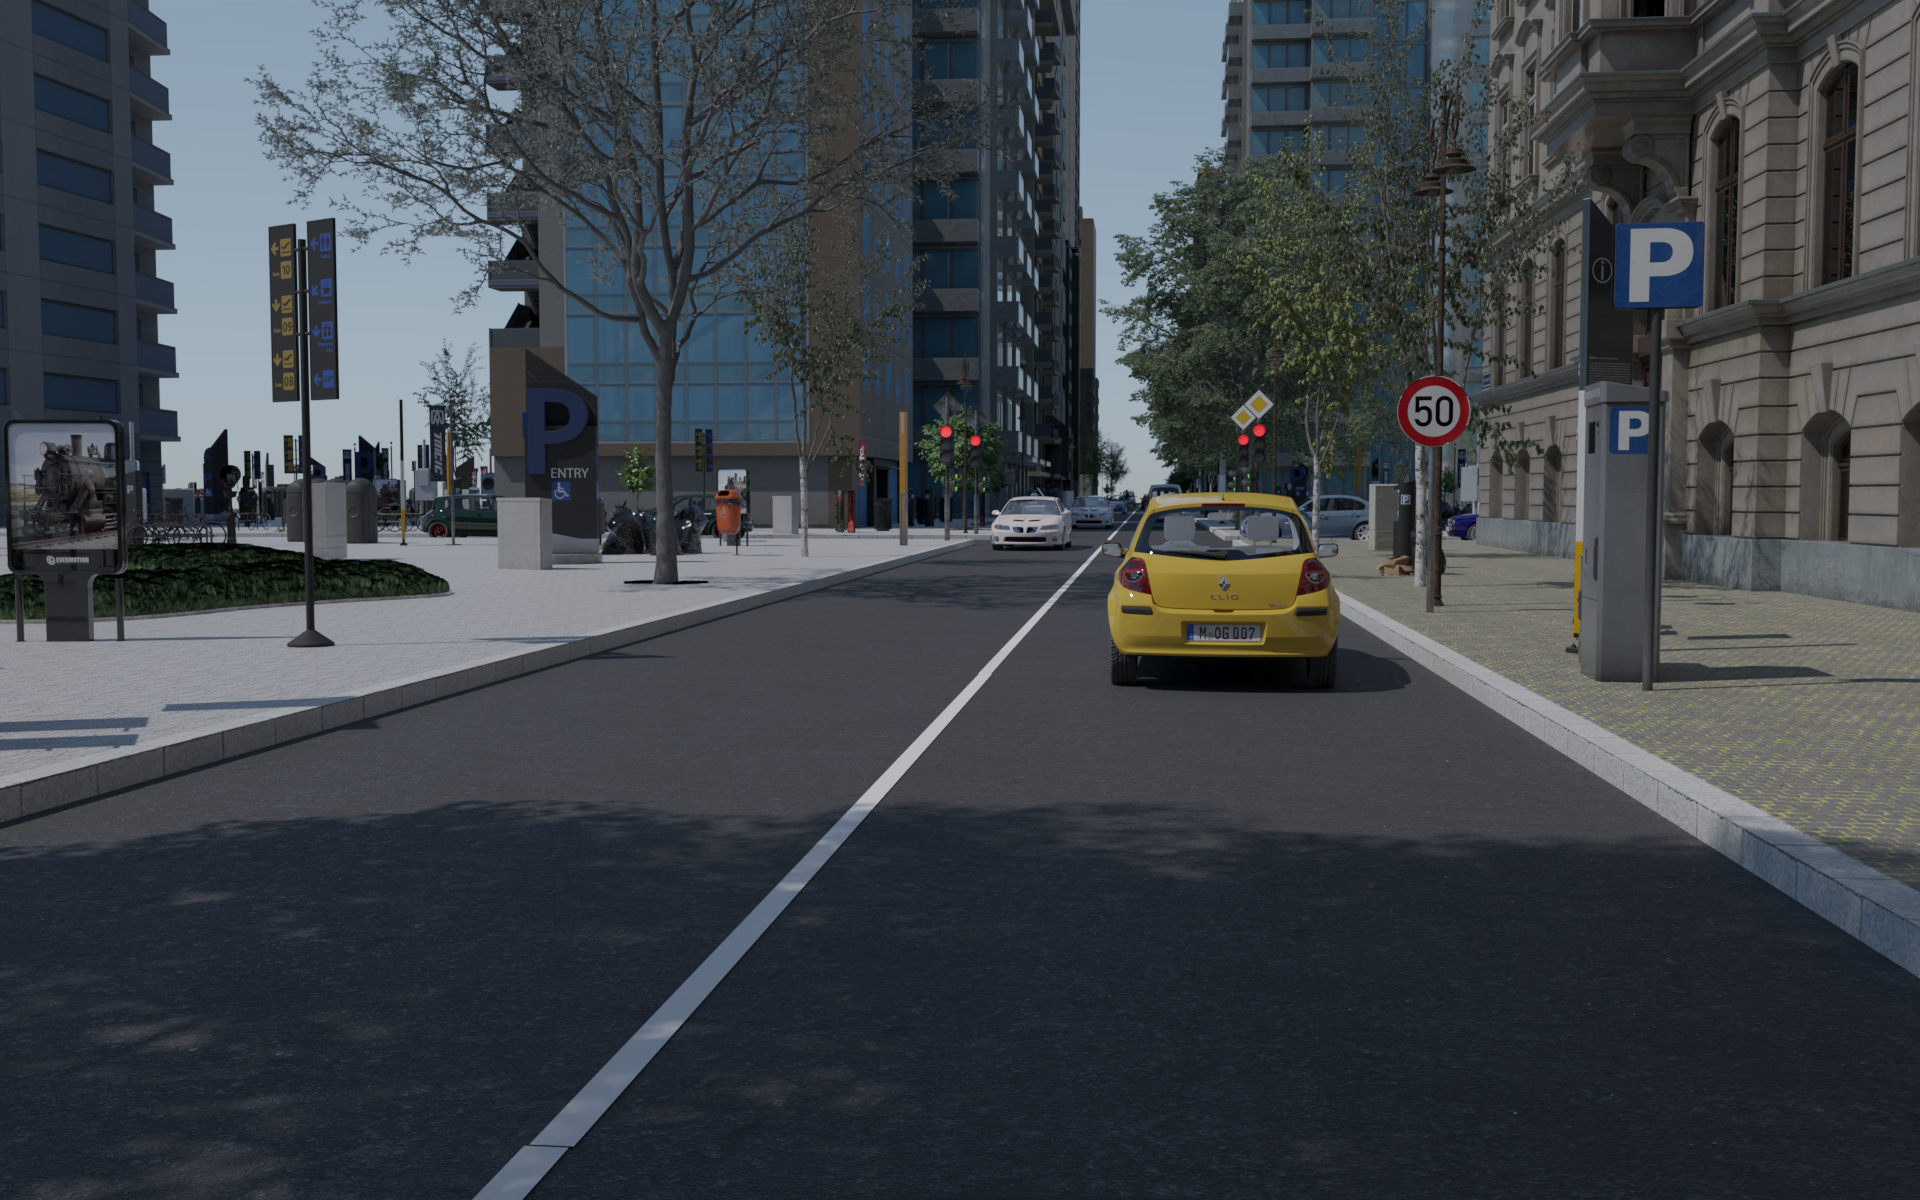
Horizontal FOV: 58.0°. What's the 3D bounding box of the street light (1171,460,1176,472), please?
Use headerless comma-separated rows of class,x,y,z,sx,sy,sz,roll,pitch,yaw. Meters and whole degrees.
street light,29.255,-16.052,235.235,0.468,5.910,1.993,0,4,6

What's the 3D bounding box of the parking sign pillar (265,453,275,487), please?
parking sign pillar,-45.273,-7.652,113.575,1.447,3.967,1.447,-2,4,-26

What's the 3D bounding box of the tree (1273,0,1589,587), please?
tree,6.340,-4.477,23.556,4.360,8.622,3.978,0,3,0

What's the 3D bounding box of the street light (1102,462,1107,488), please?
street light,17.627,-14.795,214.677,0.468,5.910,1.993,0,4,6

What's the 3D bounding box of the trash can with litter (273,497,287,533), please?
trash can with litter,-22.210,-2.905,58.553,2.233,1.210,1.678,-1,4,-15

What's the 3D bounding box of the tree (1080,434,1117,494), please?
tree,15.856,-15.665,206.479,4.737,8.622,4.395,0,3,0

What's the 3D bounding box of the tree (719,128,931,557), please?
tree,-2.990,-5.178,35.023,4.360,8.622,3.978,0,3,0

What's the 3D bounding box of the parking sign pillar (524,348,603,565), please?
parking sign pillar,-7.372,-2.666,32.060,1.447,3.967,1.447,0,4,-5

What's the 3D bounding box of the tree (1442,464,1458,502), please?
tree,31.037,-7.047,109.811,1.663,3.219,1.824,0,3,0

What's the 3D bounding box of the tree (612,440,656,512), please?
tree,-11.401,-4.086,61.413,1.663,3.219,1.824,0,3,0

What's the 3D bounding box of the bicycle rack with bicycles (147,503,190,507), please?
bicycle rack with bicycles,-27.280,-2.794,59.059,2.852,0.926,2.925,2,4,26

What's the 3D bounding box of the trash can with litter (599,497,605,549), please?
trash can with litter,-8.384,-1.828,40.938,1.678,1.210,2.233,0,4,-7

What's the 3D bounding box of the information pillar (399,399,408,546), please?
information pillar,-13.887,-3.166,43.120,0.183,3.616,0.504,-1,4,-19

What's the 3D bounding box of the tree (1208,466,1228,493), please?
tree,19.140,-11.104,131.917,4.360,8.622,3.978,0,3,0

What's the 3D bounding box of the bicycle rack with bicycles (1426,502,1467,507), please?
bicycle rack with bicycles,21.575,-3.837,76.117,2.852,0.926,2.925,2,4,28

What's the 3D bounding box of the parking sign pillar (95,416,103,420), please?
parking sign pillar,-30.183,-4.389,60.231,1.447,3.967,1.447,1,4,22

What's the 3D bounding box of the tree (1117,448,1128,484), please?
tree,23.932,-19.530,269.673,4.737,8.622,4.395,0,3,0

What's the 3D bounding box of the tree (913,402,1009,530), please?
tree,0.063,-4.778,61.833,4.285,4.588,4.351,0,3,0

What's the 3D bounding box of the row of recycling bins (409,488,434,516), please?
row of recycling bins,-31.419,-5.750,101.128,1.069,1.692,3.534,-2,4,-31

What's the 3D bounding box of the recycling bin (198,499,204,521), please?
recycling bin,-35.125,-4.189,81.047,0.722,1.027,0.722,1,4,16

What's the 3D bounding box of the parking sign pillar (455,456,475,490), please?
parking sign pillar,-34.605,-8.117,121.184,1.447,3.967,1.447,-1,4,-8

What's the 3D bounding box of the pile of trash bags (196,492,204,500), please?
pile of trash bags,-42.820,-5.288,96.213,3.447,1.369,1.912,2,4,30

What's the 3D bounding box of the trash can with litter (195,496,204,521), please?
trash can with litter,-34.691,-4.169,79.221,2.233,1.210,1.678,1,4,9

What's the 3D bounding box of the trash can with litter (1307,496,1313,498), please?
trash can with litter,17.890,-4.687,88.024,0.624,1.170,1.055,2,4,25

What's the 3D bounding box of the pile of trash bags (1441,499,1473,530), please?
pile of trash bags,17.350,-3.181,61.758,1.912,1.369,3.447,-2,4,-34

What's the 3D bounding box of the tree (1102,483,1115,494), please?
tree,21.640,-15.936,255.147,1.663,3.219,1.824,0,3,0

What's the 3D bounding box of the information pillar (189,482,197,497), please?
information pillar,-46.594,-6.165,105.290,0.304,2.012,0.304,1,4,17

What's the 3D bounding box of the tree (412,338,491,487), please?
tree,-23.757,-8.082,82.510,4.737,8.622,4.395,0,3,0

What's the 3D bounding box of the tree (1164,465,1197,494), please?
tree,25.060,-12.910,194.793,4.285,4.588,4.351,0,3,0

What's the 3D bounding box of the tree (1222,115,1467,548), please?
tree,7.407,-5.154,34.636,4.737,8.622,4.395,0,3,0

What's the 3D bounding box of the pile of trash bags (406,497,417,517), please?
pile of trash bags,-31.526,-5.224,95.166,3.447,1.369,1.912,1,4,16

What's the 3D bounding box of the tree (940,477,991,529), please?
tree,0.087,-4.284,64.638,1.663,3.219,1.824,0,3,0

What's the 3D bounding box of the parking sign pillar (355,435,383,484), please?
parking sign pillar,-26.968,-5.540,79.059,1.447,3.967,1.447,2,4,23

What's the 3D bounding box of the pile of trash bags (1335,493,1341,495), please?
pile of trash bags,26.478,-6.701,119.315,1.912,1.369,3.447,0,4,-7

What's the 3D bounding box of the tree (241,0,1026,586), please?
tree,-4.243,-6.981,24.517,12.009,13.543,11.850,0,3,0

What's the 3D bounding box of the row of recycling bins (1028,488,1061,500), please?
row of recycling bins,5.251,-6.862,119.307,3.534,1.692,1.069,1,4,19

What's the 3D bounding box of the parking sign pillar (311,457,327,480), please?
parking sign pillar,-42.878,-7.767,115.456,1.447,3.967,1.447,-3,5,-39

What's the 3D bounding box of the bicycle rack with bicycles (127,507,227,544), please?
bicycle rack with bicycles,-18.090,-1.573,39.096,2.925,0.926,2.852,-2,4,-25

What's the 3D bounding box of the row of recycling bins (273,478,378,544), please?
row of recycling bins,-16.633,-2.364,45.762,3.534,1.692,1.069,3,4,39

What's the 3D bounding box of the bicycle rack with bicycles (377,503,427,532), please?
bicycle rack with bicycles,-19.324,-2.796,59.091,2.925,0.926,2.852,0,4,5

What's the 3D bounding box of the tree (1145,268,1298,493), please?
tree,12.752,-10.279,86.192,7.486,12.596,7.792,0,3,0

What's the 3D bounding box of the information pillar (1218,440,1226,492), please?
information pillar,11.252,-5.084,74.486,0.183,3.616,0.504,3,5,40

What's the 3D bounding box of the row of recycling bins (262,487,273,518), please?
row of recycling bins,-37.984,-5.456,96.311,1.069,1.692,3.534,0,4,-6

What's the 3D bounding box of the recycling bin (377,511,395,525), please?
recycling bin,-24.214,-3.691,72.903,0.722,1.027,0.722,-2,4,-30

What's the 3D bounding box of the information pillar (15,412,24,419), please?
information pillar,-26.685,-3.551,49.407,0.504,3.616,0.183,1,4,16

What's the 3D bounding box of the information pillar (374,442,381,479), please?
information pillar,-25.916,-5.242,77.067,0.183,3.616,0.504,0,4,5

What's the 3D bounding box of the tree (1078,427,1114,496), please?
tree,14.781,-14.598,189.039,4.360,8.622,3.978,0,3,0

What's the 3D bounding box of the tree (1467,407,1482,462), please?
tree,37.246,-10.486,121.805,4.737,8.622,4.395,0,3,0

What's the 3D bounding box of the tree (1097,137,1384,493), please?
tree,10.078,-9.483,61.699,9.857,13.997,8.962,0,3,0

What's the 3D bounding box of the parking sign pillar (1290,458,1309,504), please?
parking sign pillar,23.717,-8.107,121.018,1.447,3.967,1.447,3,5,39

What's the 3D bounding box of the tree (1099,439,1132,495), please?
tree,24.848,-21.606,287.662,8.767,10.594,7.601,3,5,42

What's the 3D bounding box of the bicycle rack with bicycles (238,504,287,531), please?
bicycle rack with bicycles,-24.360,-2.967,61.894,2.852,0.926,2.925,0,4,-1

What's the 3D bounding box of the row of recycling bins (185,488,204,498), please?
row of recycling bins,-54.399,-7.126,123.625,1.069,1.692,3.534,0,4,4

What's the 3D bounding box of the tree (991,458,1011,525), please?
tree,1.005,-4.791,72.934,1.663,3.219,1.824,0,3,0

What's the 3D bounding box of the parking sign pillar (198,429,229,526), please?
parking sign pillar,-30.554,-5.056,71.134,1.447,3.967,1.447,0,4,5

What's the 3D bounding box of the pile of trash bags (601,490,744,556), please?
pile of trash bags,-5.993,-1.653,36.787,3.447,1.369,1.912,2,4,32

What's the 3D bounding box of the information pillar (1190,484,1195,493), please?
information pillar,16.297,-7.144,121.289,0.304,2.012,0.304,1,4,11

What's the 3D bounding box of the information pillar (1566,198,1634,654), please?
information pillar,5.168,-1.380,13.913,0.504,3.616,0.183,-1,4,-22

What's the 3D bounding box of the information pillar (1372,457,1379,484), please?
information pillar,26.145,-7.193,108.961,0.504,3.616,0.183,3,5,43
